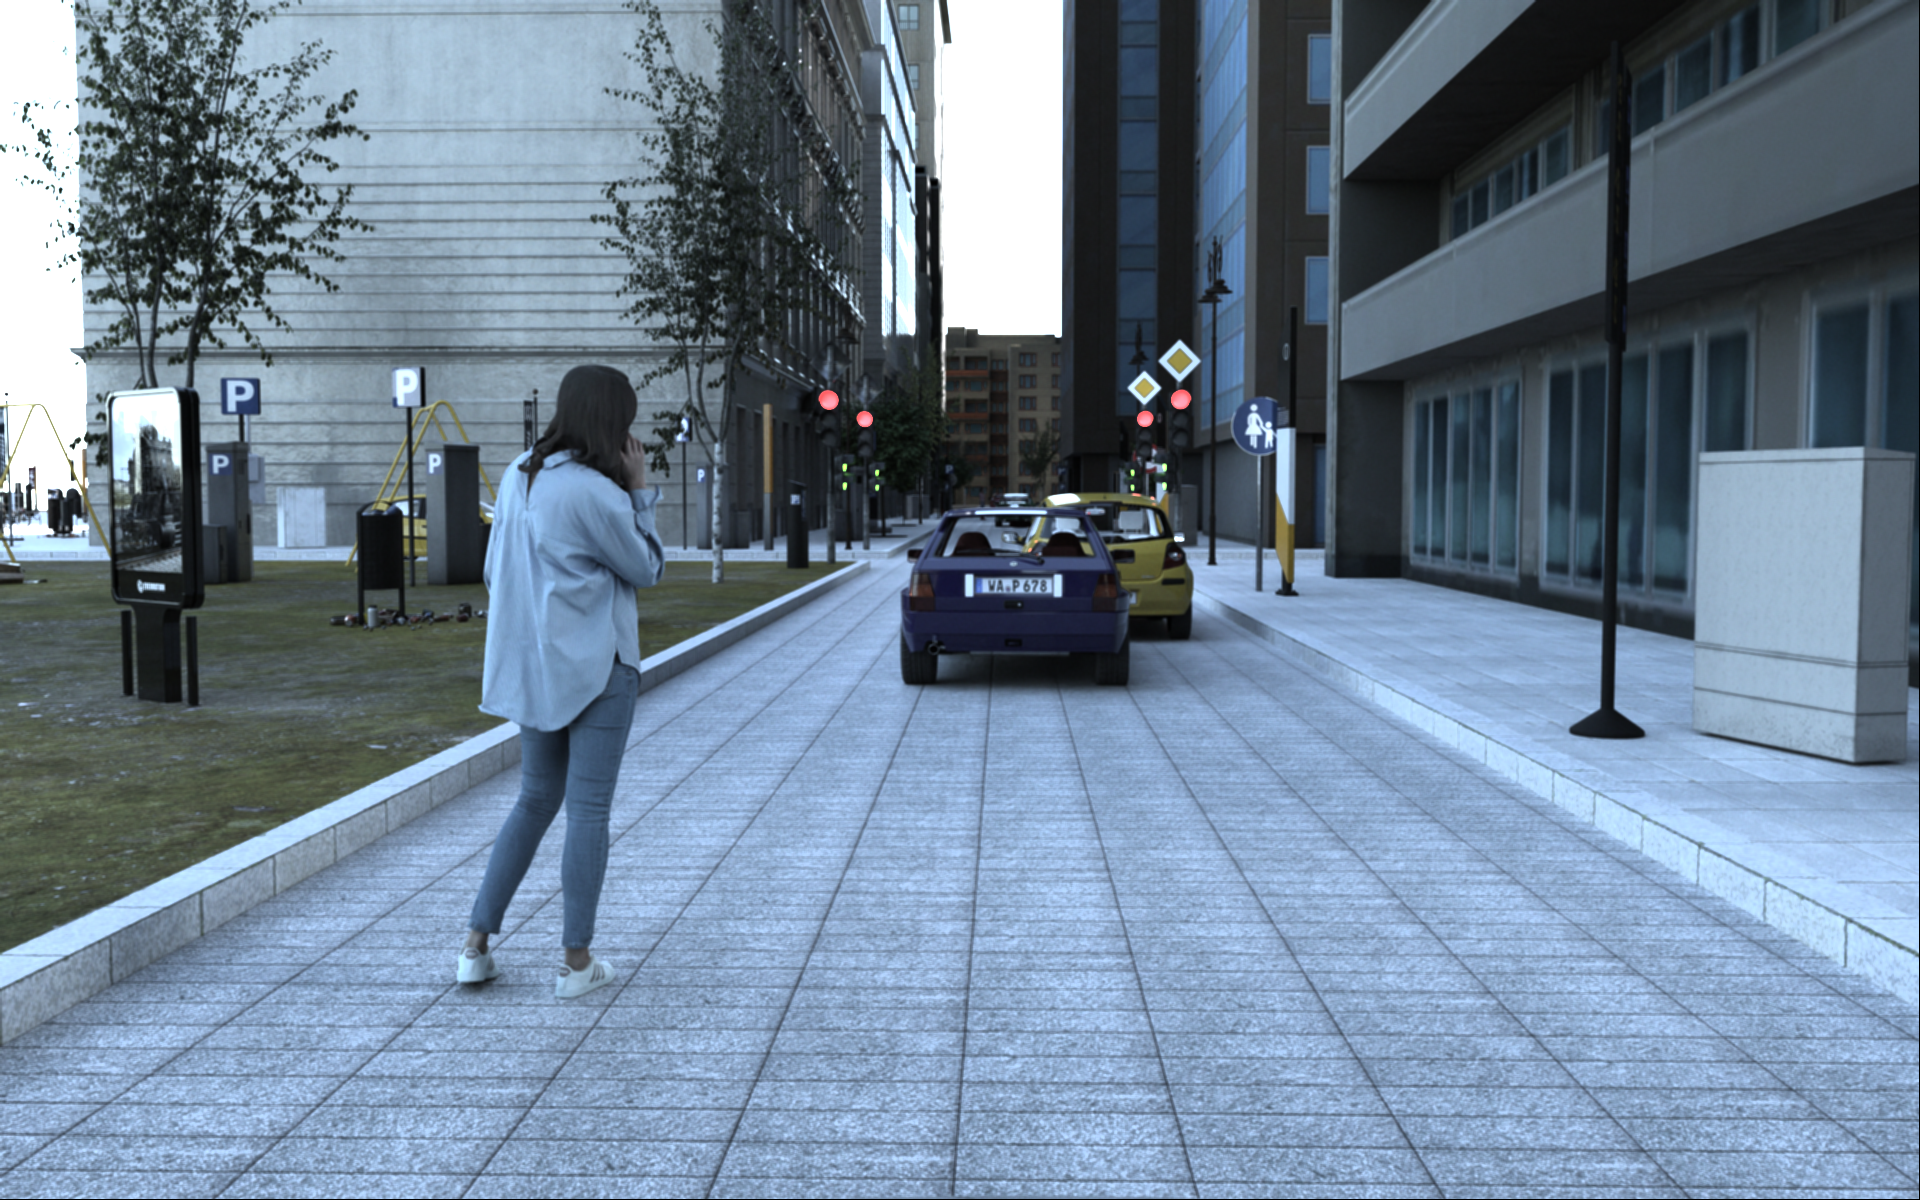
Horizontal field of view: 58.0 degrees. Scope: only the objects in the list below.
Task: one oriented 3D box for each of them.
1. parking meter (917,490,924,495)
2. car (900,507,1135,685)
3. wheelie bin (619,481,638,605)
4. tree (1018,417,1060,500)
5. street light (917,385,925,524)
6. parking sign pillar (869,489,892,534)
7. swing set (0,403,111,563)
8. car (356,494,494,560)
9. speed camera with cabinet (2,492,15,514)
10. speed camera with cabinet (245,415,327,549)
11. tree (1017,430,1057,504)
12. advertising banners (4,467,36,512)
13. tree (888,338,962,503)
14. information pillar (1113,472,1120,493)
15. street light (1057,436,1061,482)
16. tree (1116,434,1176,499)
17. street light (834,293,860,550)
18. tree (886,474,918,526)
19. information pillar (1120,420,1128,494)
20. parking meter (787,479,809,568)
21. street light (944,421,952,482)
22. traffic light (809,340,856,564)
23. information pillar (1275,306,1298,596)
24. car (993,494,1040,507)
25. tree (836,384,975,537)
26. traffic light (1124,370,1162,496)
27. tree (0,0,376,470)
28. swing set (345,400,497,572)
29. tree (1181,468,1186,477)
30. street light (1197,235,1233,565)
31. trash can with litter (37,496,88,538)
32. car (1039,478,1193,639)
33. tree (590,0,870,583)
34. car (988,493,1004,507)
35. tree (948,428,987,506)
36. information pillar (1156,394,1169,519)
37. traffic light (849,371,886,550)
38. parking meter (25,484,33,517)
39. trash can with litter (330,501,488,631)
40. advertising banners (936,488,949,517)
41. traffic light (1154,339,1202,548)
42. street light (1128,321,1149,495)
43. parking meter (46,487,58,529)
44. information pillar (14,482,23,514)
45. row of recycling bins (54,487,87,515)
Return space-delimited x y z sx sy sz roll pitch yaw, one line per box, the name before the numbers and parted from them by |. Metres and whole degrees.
parking meter | -2.194 -5.360 96.042 0.372 1.533 0.369 0 3 0
car | 0.492 -0.108 14.348 1.945 1.354 3.894 0 4 3
wheelie bin | -3.500 -0.567 17.182 0.693 1.594 0.980 0 4 4
tree | 7.746 -13.167 165.639 4.737 8.622 4.395 0 3 0
street light | -1.686 -6.182 73.865 0.468 5.910 1.993 0 4 2
parking sign pillar | -2.951 -4.183 56.863 1.447 3.967 1.447 0 4 -6
swing set | -17.133 -2.006 30.415 3.119 2.851 2.862 2 4 27
car | -10.365 -1.565 35.814 3.980 1.641 2.015 0 4 3
speed camera with cabinet | -62.174 -7.214 112.286 2.038 3.252 0.660 -2 4 -29
speed camera with cabinet | -15.944 -2.822 40.477 2.038 3.252 0.660 -3 4 -37
tree | 8.744 -14.800 192.336 4.360 8.622 3.978 0 3 0
advertising banners | -59.832 -6.972 110.184 0.090 3.025 2.074 3 5 44
tree | -1.894 -8.066 82.243 4.737 8.622 4.395 0 3 0
information pillar | 5.222 -3.206 56.909 0.304 2.012 0.304 -1 4 -18
street light | 6.585 -8.614 113.628 0.468 5.910 1.993 0 4 2
tree | 5.690 -3.571 52.993 1.663 3.219 1.824 0 3 0
street light | -2.581 -4.107 39.939 0.468 5.910 1.993 0 4 2
tree | -2.405 -4.596 69.752 1.663 3.219 1.824 0 3 0
information pillar | 5.151 -3.864 54.529 0.183 3.616 0.504 -1 4 -18
parking meter | -2.814 -1.322 30.024 0.372 1.533 0.369 0 3 0
street light | -0.772 -8.241 107.536 0.468 5.910 1.993 0 4 2
traffic light | -2.345 -2.617 31.701 0.839 4.253 0.868 0 4 2
information pillar | 4.125 -1.868 21.894 0.183 3.616 0.504 -1 4 -9
car | 2.515 -4.006 77.303 2.131 1.459 4.920 0 4 3
tree | -2.267 -4.170 51.890 4.285 4.588 4.351 0 3 0
traffic light | 4.177 -3.096 39.533 0.839 4.253 0.868 0 4 2
tree | -9.147 -4.280 20.338 4.360 8.622 3.978 0 3 0
swing set | -9.209 -2.001 30.332 2.862 2.851 3.119 -1 4 -22
tree | 6.389 -3.715 55.349 1.663 3.219 1.824 0 3 0
street light | 4.564 -3.571 31.170 0.468 5.910 1.993 0 4 2
trash can with litter | -26.573 -2.470 51.437 2.233 1.210 1.678 3 5 44
car | 1.463 -0.508 18.535 2.015 1.641 3.980 0 4 1
tree | -3.441 -4.566 25.013 4.360 8.622 3.978 0 3 0
car | 3.442 -8.428 146.836 2.155 1.783 4.494 0 3 0
tree | 0.755 -14.794 192.250 4.360 8.622 3.978 0 3 0
information pillar | 4.735 -3.007 40.524 0.183 3.616 0.504 -1 4 -21
traffic light | -2.133 -3.105 39.684 0.839 4.253 0.868 0 4 2
parking meter | -52.402 -5.611 97.456 0.399 1.863 0.255 3 4 37
trash can with litter | -5.427 -0.387 17.387 1.678 1.210 2.233 2 4 31
advertising banners | -1.012 -6.294 99.095 0.090 3.025 2.074 1 4 21
traffic light | 3.965 -2.607 31.550 0.839 4.253 0.868 0 4 2
street light | 4.765 -4.499 46.350 0.468 5.910 1.993 0 4 2
parking meter | -33.301 -3.374 63.572 0.372 1.533 0.369 0 3 0
information pillar | -56.806 -6.116 104.484 0.304 2.012 0.304 1 4 9
row of recycling bins | -54.409 -6.124 107.247 3.534 1.692 1.069 -1 4 -19
